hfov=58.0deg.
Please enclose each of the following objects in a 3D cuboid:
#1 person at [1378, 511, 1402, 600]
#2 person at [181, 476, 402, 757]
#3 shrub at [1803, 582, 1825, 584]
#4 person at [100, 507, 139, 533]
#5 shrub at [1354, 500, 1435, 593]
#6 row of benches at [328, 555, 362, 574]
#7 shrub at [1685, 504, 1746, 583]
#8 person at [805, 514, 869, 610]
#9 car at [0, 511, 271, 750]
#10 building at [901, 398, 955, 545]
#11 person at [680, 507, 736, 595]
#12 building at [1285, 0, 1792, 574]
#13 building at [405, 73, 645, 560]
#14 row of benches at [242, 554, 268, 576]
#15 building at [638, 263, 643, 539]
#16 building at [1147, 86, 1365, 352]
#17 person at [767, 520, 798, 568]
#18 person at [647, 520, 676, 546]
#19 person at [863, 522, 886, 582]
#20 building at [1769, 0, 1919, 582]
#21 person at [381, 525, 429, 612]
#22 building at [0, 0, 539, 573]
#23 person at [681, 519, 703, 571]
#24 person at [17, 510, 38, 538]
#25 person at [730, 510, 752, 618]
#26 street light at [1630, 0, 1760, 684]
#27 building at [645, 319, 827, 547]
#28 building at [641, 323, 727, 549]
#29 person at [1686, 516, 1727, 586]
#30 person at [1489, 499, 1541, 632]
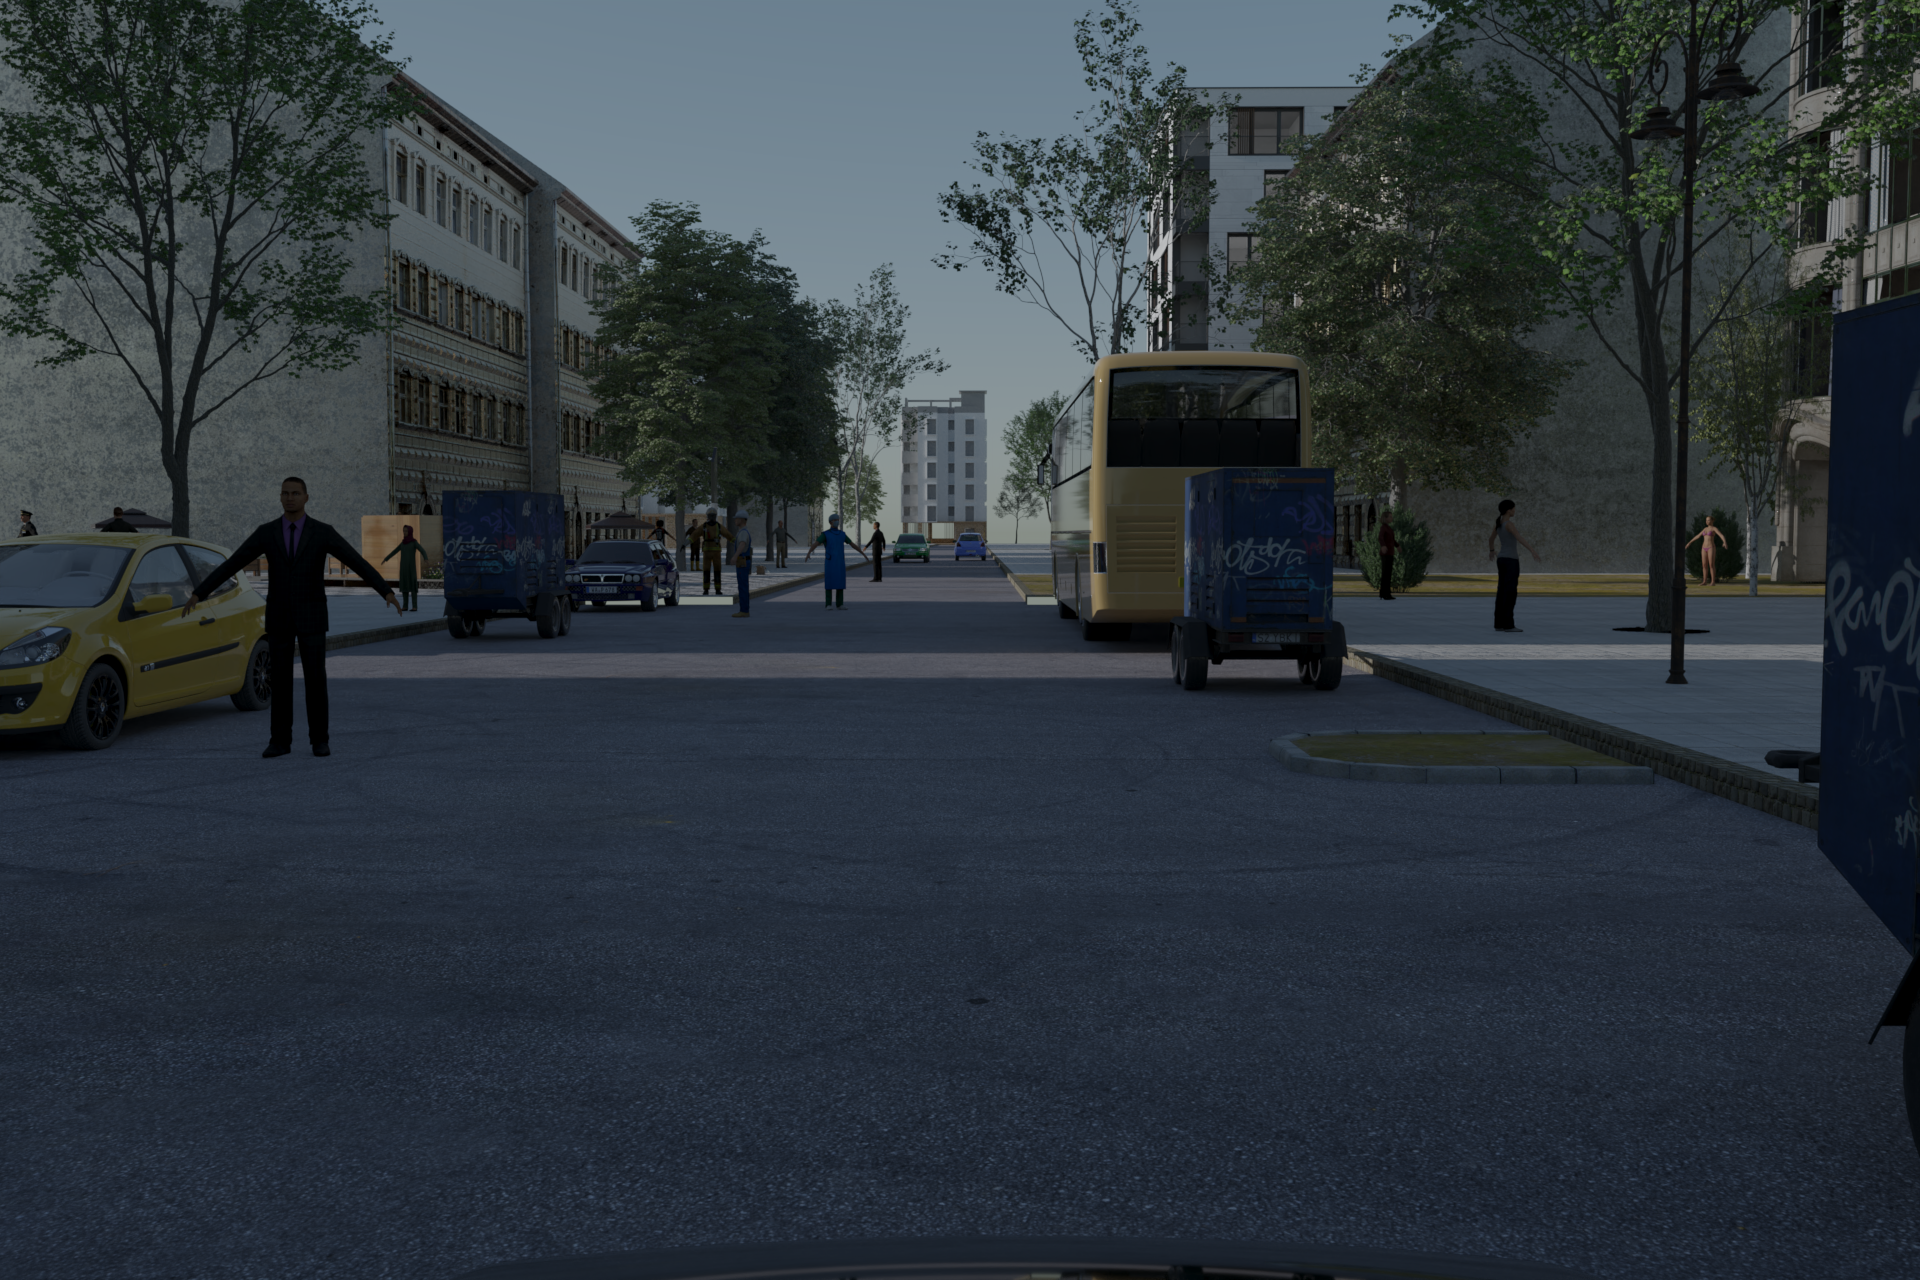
[{"bbox_3d":[8.375,-1.643,33.674,0.721,1.729,1.215,2,4,28],"label":"person"},{"bbox_3d":[-4.296,-0.154,11.200,1.346,1.802,0.704,-1,4,-10],"label":"person"},{"bbox_3d":[22.326,-2.508,45.052,1.661,2.075,1.752,0,3,0],"label":"shrub"},{"bbox_3d":[-16.089,-1.646,33.128,1.348,1.803,0.705,-3,5,-42],"label":"person"},{"bbox_3d":[9.419,-2.027,37.566,1.690,2.028,1.600,0,3,0],"label":"shrub"},{"bbox_3d":[-18.706,-2.359,54.035,1.422,0.672,4.104,-3,5,-40],"label":"row of benches"},{"bbox_3d":[19.873,-2.542,45.610,1.661,2.075,1.752,0,3,0],"label":"shrub"},{"bbox_3d":[-2.352,-1.475,32.704,1.347,1.817,0.704,-2,4,-32],"label":"person"},{"bbox_3d":[-6.509,-0.151,12.696,2.015,1.641,3.980,0,4,1],"label":"car"},{"bbox_3d":[-7.462,-22.785,231.415,11.380,20.090,16.016,0,4,-6],"label":"building"},{"bbox_3d":[-5.235,-1.883,36.563,1.354,1.858,0.705,-1,4,-13],"label":"person"},{"bbox_3d":[23.461,-14.286,64.512,19.493,23.208,18.063,0,3,0],"label":"building"},{"bbox_3d":[-26.766,-15.523,84.734,19.493,23.208,18.063,0,4,1],"label":"building"},{"bbox_3d":[-21.456,-2.199,51.414,1.422,0.672,4.104,1,4,20],"label":"row of benches"},{"bbox_3d":[-26.506,-15.137,103.918,16.016,20.090,11.380,0,4,1],"label":"building"},{"bbox_3d":[24.051,-15.394,95.665,27.936,21.610,32.646,0,4,1],"label":"building"},{"bbox_3d":[-6.748,-3.611,65.305,1.348,1.796,0.705,-3,4,-38],"label":"person"},{"bbox_3d":[-11.459,-3.681,66.329,1.345,1.843,0.704,1,4,13],"label":"person"},{"bbox_3d":[-2.501,-2.632,51.712,0.704,1.802,1.346,2,4,25],"label":"person"},{"bbox_3d":[26.687,-12.833,26.478,14.369,24.946,33.146,0,4,1],"label":"building"},{"bbox_3d":[-9.175,-1.191,28.680,0.989,1.438,0.599,2,4,24],"label":"person"},{"bbox_3d":[-27.877,-14.352,65.591,19.493,23.208,18.063,0,4,1],"label":"building"},{"bbox_3d":[-9.136,-3.286,59.861,0.704,1.812,1.346,3,5,44],"label":"person"},{"bbox_3d":[-21.337,-2.057,39.572,1.347,1.837,0.705,3,4,38],"label":"person"},{"bbox_3d":[-3.778,-1.320,29.888,0.705,1.847,1.347,0,4,-2],"label":"person"},{"bbox_3d":[6.156,-2.563,14.695,0.468,5.910,1.993,0,4,1],"label":"street light"},{"bbox_3d":[-24.281,-21.374,180.399,19.493,23.208,18.063,0,4,0],"label":"building"},{"bbox_3d":[-26.896,-18.229,154.467,16.016,20.090,11.380,0,4,0],"label":"building"},{"bbox_3d":[18.516,-2.210,42.931,0.721,1.733,1.217,-2,4,-26],"label":"person"},{"bbox_3d":[7.266,-0.976,22.773,0.721,1.737,1.217,-1,4,-11],"label":"person"}]
